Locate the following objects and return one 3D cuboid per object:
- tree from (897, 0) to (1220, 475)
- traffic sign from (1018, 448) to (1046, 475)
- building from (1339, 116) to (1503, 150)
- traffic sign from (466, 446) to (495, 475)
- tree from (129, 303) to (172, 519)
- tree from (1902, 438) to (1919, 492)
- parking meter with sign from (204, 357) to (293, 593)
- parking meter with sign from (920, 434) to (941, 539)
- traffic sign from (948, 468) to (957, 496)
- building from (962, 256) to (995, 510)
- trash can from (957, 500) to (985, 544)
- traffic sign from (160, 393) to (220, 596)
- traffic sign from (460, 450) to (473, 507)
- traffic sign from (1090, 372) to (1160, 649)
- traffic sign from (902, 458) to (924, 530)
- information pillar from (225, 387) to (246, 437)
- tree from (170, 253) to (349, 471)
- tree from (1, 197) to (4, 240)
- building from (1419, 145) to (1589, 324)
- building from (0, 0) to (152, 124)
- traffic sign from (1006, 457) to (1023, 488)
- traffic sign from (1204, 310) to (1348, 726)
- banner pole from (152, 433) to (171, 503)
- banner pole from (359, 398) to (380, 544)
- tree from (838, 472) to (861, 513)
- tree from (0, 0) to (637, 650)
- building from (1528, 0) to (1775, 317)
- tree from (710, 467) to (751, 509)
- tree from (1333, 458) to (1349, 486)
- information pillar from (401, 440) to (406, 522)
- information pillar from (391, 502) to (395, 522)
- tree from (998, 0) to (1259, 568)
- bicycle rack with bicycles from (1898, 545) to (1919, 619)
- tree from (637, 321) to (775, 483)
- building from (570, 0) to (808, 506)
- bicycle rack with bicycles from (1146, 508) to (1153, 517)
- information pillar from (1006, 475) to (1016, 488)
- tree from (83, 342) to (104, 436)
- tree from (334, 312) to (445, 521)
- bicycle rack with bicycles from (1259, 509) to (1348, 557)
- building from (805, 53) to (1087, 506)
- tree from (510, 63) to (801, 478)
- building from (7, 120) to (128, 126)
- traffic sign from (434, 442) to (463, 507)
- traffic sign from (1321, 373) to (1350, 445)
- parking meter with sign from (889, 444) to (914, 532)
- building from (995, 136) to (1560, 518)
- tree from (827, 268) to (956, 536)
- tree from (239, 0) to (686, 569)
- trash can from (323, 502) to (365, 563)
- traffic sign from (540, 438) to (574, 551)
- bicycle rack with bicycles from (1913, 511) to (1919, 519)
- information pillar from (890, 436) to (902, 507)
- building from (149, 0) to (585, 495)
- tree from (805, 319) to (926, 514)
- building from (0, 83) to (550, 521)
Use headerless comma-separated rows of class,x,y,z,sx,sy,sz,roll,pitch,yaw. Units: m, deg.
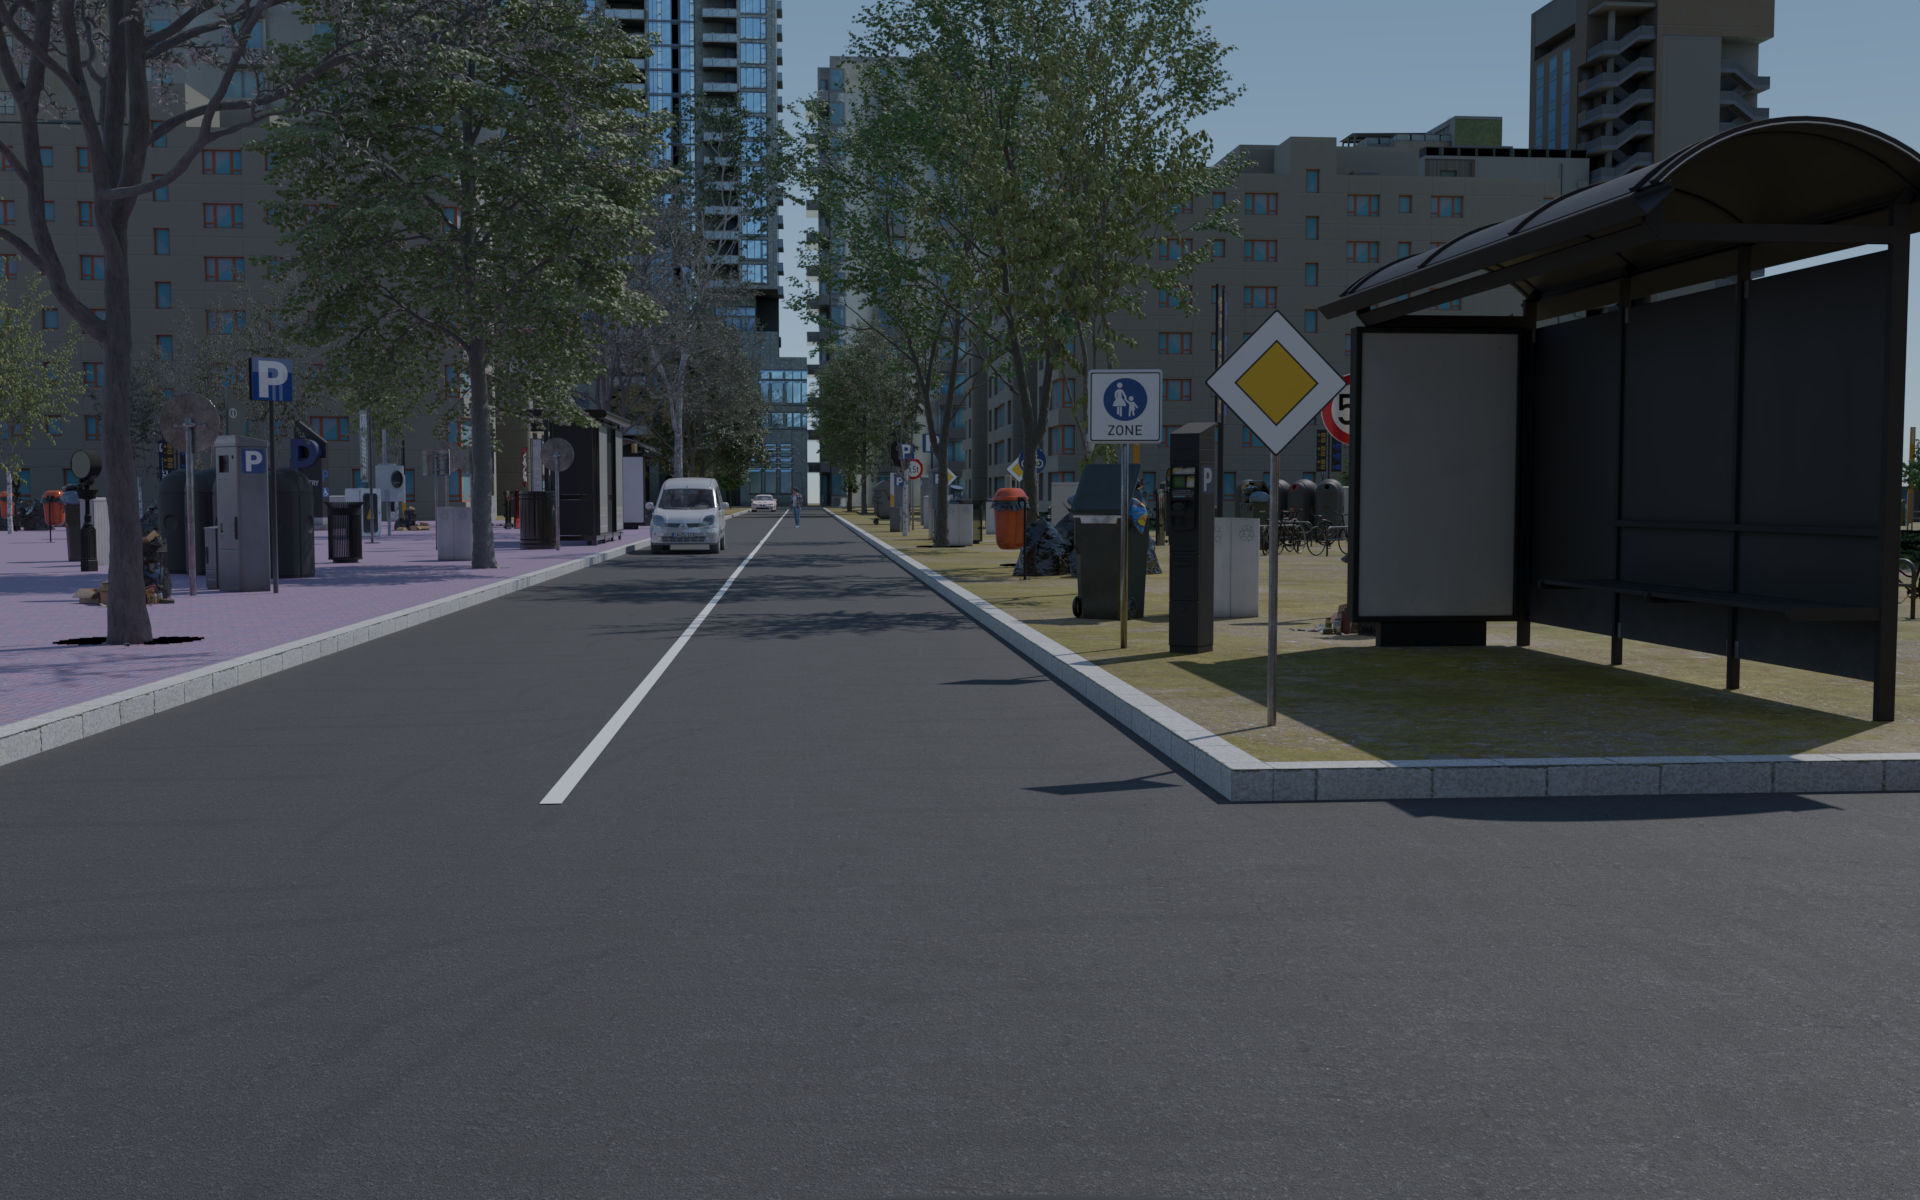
tree,1.470,-4.383,22.029,4.737,8.622,4.395,0,3,0
traffic sign,1.942,-2.855,46.787,0.768,2.556,0.104,0,4,-5
building,49.797,-30.995,190.370,14.086,41.232,14.154,0,4,-5
traffic sign,-10.187,-2.120,36.798,0.606,2.300,0.079,0,4,1
tree,-27.975,-6.939,63.819,4.360,8.622,3.978,0,3,0
tree,28.555,-3.478,51.461,1.663,3.219,1.824,0,3,0
parking meter with sign,-9.455,-1.626,22.853,1.738,3.016,0.543,3,5,42
parking meter with sign,-0.670,-3.238,49.206,0.543,3.016,1.738,-1,4,-10
traffic sign,-0.531,-4.636,76.988,0.795,2.450,0.064,0,4,-4
building,15.298,-17.859,137.031,27.650,21.520,28.899,0,4,-5
trash can,0.279,-2.013,44.568,0.748,1.137,0.748,0,3,0
traffic sign,-9.691,-1.327,21.808,0.768,2.556,0.104,0,4,1
traffic sign,-12.874,-2.787,45.673,0.768,2.556,0.104,0,4,-1
traffic sign,1.360,-0.746,14.323,0.606,2.300,0.079,0,4,4
traffic sign,-1.668,-3.744,61.318,0.768,2.556,0.104,0,4,1
information pillar,-15.959,-2.864,38.189,0.183,3.616,0.504,2,4,25
tree,-21.249,-6.322,53.732,4.360,8.622,3.978,0,3,0
tree,-23.319,-5.458,39.601,4.737,8.622,4.395,0,3,0
building,43.574,-22.977,147.382,14.107,30.474,14.160,0,4,-5
building,-84.730,-36.462,185.393,27.495,52.752,28.713,0,4,-5
traffic sign,1.809,-3.163,52.907,0.795,2.450,0.064,0,4,1
traffic sign,1.725,-0.360,9.537,0.795,2.450,0.064,0,4,-5
banner pole,-32.599,-4.933,70.676,0.863,3.779,0.401,-2,4,-32
banner pole,-15.438,-3.368,45.091,0.401,3.779,0.863,-3,5,-43
tree,-7.419,-7.683,120.223,1.663,3.219,1.824,0,3,0
tree,-7.272,-6.363,14.409,12.009,13.543,11.850,0,3,0
building,57.807,-30.391,146.995,14.200,45.320,14.600,0,4,-5
tree,-19.525,-9.974,146.784,4.285,4.588,4.351,0,3,0
tree,18.120,-5.172,79.163,1.663,3.219,1.824,0,3,0
information pillar,-24.211,-5.137,75.338,0.183,3.616,0.504,-2,4,-26
information pillar,-26.435,-4.646,80.447,0.304,2.012,0.304,-3,5,-41
tree,1.340,-6.405,30.482,9.928,11.665,9.643,0,3,0
bicycle rack with bicycles,8.708,-0.310,18.449,2.852,0.926,2.925,-1,4,-20
tree,-16.110,-11.721,108.646,9.611,12.733,9.660,0,3,0
building,-32.182,-53.424,186.146,31.000,86.520,22.319,0,4,-5
bicycle rack with bicycles,7.417,-4.241,82.730,2.852,0.926,2.925,-3,4,-37
information pillar,1.992,-3.851,67.456,0.304,2.012,0.304,-3,5,-39
tree,-36.800,-7.773,77.450,4.360,8.622,3.978,0,3,0
tree,-22.850,-7.270,69.235,4.737,8.622,4.395,0,3,0
bicycle rack with bicycles,7.259,-1.425,36.681,2.852,0.926,2.925,3,5,44
building,-1.633,-34.926,190.640,30.456,49.044,23.786,0,4,-5
tree,-13.647,-13.517,76.897,12.611,20.169,13.585,0,3,0
building,-68.312,-22.385,137.699,14.107,30.474,14.160,0,4,-5
traffic sign,-12.445,-2.565,42.038,0.768,2.556,0.104,0,4,-3
traffic sign,4.166,-1.110,18.249,0.768,2.556,0.104,0,4,0
parking meter with sign,-2.007,-3.836,58.975,0.543,3.016,1.738,1,4,11
building,17.747,-16.101,108.289,27.650,21.520,28.899,0,4,-5
tree,-1.777,-6.261,52.722,4.360,8.622,3.978,0,3,0
tree,-8.335,-6.791,29.165,7.486,12.596,7.792,0,3,0
trash can,-11.496,-1.267,32.369,0.748,1.137,0.748,0,3,0
traffic sign,-9.144,-2.398,39.318,0.768,2.556,0.104,0,4,-1
bicycle rack with bicycles,38.109,-3.283,67.057,2.852,0.926,2.925,0,4,0
information pillar,-2.470,-4.660,67.549,0.504,3.616,0.183,-1,4,-17
building,-45.165,-31.446,133.753,30.456,49.044,23.786,0,4,-5
tree,-6.097,-11.856,111.972,7.486,12.596,7.792,0,3,0
building,-38.918,-15.351,96.033,27.650,21.520,28.899,0,4,-5
